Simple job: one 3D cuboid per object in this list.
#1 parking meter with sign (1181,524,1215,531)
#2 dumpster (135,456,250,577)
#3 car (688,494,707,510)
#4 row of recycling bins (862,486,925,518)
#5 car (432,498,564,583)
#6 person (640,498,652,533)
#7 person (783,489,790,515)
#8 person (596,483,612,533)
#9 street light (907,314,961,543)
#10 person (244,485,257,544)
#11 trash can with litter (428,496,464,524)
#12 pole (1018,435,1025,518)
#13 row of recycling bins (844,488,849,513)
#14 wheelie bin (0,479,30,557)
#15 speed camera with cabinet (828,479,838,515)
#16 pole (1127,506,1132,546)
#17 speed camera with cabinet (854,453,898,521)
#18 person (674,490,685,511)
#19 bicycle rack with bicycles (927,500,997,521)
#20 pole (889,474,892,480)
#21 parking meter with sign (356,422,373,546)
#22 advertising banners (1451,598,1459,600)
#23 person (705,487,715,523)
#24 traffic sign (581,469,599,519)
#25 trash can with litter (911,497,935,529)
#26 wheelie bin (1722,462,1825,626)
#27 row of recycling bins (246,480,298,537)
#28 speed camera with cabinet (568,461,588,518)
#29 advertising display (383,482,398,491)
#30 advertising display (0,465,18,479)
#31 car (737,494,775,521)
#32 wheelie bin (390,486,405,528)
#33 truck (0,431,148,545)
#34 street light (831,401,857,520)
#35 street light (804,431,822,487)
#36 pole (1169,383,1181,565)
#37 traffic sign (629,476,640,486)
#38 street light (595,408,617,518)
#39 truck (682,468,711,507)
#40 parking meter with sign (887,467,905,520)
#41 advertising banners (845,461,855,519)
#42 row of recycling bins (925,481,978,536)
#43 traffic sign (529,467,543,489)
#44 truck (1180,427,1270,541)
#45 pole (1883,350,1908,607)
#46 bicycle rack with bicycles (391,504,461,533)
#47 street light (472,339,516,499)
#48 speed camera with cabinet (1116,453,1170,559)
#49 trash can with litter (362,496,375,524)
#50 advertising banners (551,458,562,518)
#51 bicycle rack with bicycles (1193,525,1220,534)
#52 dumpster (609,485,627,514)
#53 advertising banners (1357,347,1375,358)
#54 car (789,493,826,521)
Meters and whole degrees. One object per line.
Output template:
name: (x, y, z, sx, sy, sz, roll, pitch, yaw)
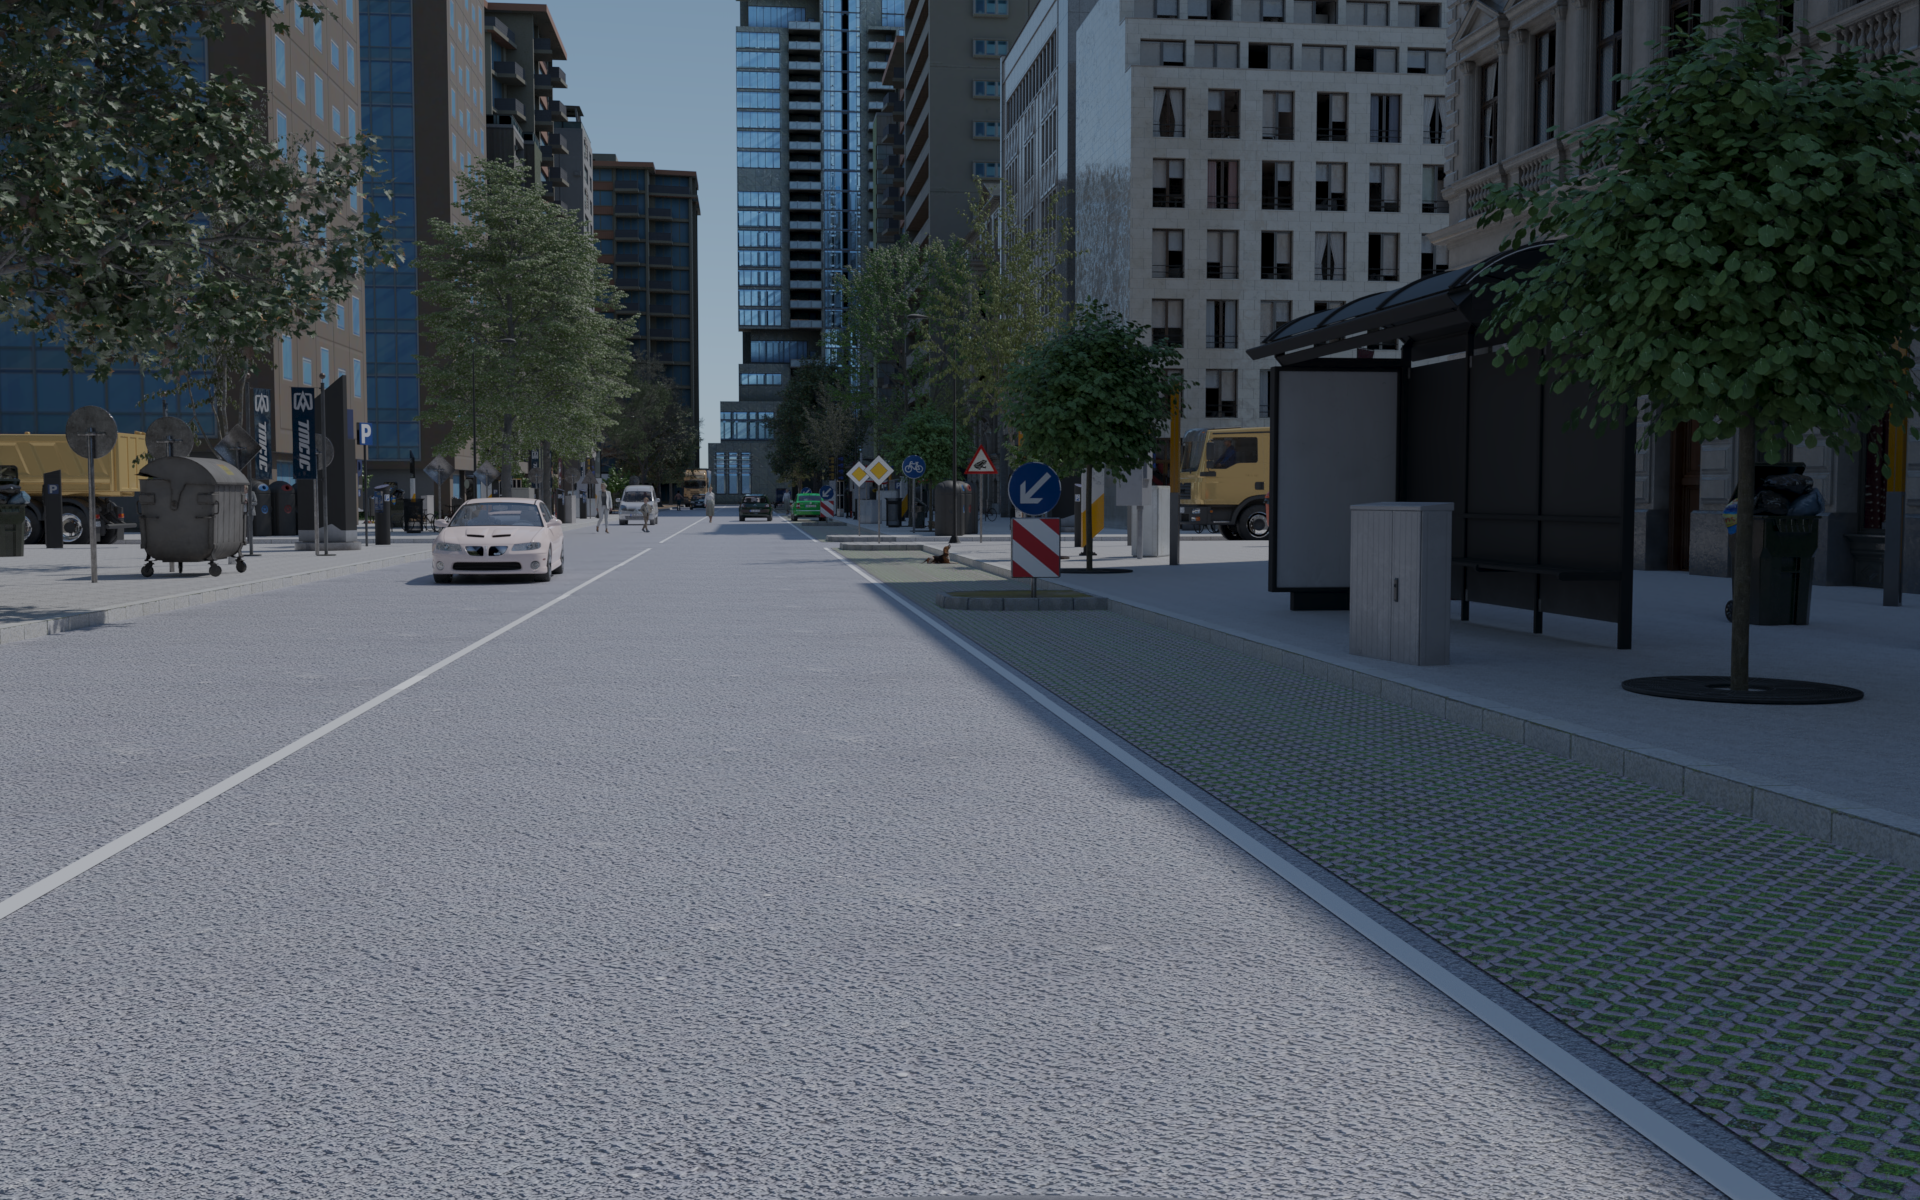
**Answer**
parking meter with sign: (8.103, -3.941, 60.696, 1.738, 3.016, 0.543, 0, 4, 1)
dumpster: (-12.127, -1.324, 27.402, 1.264, 1.857, 1.865, 0, 4, -7)
car: (-23.813, -9.082, 158.278, 2.009, 1.686, 4.222, 0, 4, -7)
row of recycling bins: (-3.525, -5.290, 93.600, 3.534, 1.692, 1.069, -1, 4, -13)
car: (-7.838, -1.057, 29.651, 2.083, 1.381, 4.827, -1, 4, -9)
person: (-11.704, -3.173, 64.643, 0.475, 1.303, 0.640, -3, 5, -45)
person: (-12.019, -6.834, 120.461, 0.478, 1.798, 0.641, 2, 4, 26)
person: (-13.051, -3.362, 63.345, 0.514, 1.842, 0.818, -3, 4, -36)
street light: (-0.681, -4.428, 44.940, 1.470, 5.913, 1.316, 0, 4, -7)
person: (-19.102, -2.304, 46.359, 0.537, 1.800, 0.526, -1, 4, -11)
trash can with litter: (-22.202, -3.923, 75.197, 2.233, 1.210, 1.678, -1, 4, -14)
pole: (1.578, -3.077, 44.159, 0.158, 3.312, 0.155, 0, 3, 0)
row of recycling bins: (-7.889, -6.852, 119.149, 1.069, 1.692, 3.534, 1, 4, 21)
wheelie bin: (-19.529, -1.685, 35.461, 0.693, 1.594, 0.980, 3, 5, 41)
speed camera with cabinet: (-7.644, -6.769, 105.001, 0.660, 3.252, 2.038, 0, 4, 1)
pole: (4.265, -3.003, 42.947, 0.158, 3.312, 0.155, 0, 3, 0)
speed camera with cabinet: (-4.008, -5.417, 82.902, 2.038, 3.252, 0.660, 0, 4, 4)
person: (-23.815, -8.429, 147.030, 1.217, 1.736, 0.721, 2, 4, 35)
bicycle rack with bicycles: (-0.050, -4.162, 81.424, 2.852, 0.926, 2.925, -3, 5, -40)
pole: (-3.697, -5.977, 91.571, 0.158, 3.312, 0.155, 0, 3, 0)
parking meter with sign: (-15.323, -2.829, 42.509, 1.738, 3.016, 0.543, 1, 4, 14)
advertising banners: (6.127, -1.507, 20.828, 2.074, 3.025, 0.090, 1, 4, 14)
person: (-12.437, -4.736, 86.167, 0.478, 1.798, 0.641, 0, 4, 3)
traffic sign: (-19.197, -5.496, 89.867, 0.884, 2.594, 0.081, 0, 4, -4)
trash can with litter: (-1.287, -3.246, 64.458, 1.055, 1.170, 0.624, 1, 4, 12)
wheelie bin: (8.053, -0.561, 17.081, 0.980, 1.594, 0.693, -1, 4, -11)
row of recycling bins: (-21.093, -2.795, 52.817, 1.069, 1.692, 3.534, 2, 4, 28)
speed camera with cabinet: (-20.354, -5.982, 92.147, 0.660, 3.252, 2.038, -2, 4, -26)
advertising display: (-29.965, -5.258, 91.182, 0.974, 1.923, 0.123, 2, 4, 32)
advertising display: (-21.401, -2.029, 38.388, 0.974, 1.923, 0.123, -1, 4, -22)
car: (-10.843, -5.030, 92.026, 2.009, 1.686, 4.222, 0, 4, -5)
wheelie bin: (-21.541, -3.560, 66.118, 0.693, 1.594, 0.980, -2, 4, -27)
truck: (-26.923, -3.042, 45.668, 9.791, 3.379, 3.469, 0, 4, -8)
street light: (-5.714, -6.943, 86.067, 1.470, 5.913, 1.316, 0, 4, -7)
street light: (-10.711, -9.439, 126.871, 1.470, 5.913, 1.316, 0, 4, -7)
pole: (3.873, -2.283, 31.169, 0.158, 3.312, 0.155, 0, 3, 0)
traffic sign: (-22.538, -7.323, 119.832, 0.768, 2.556, 0.104, 0, 4, -5)
street light: (-18.927, -7.373, 93.092, 1.470, 5.913, 1.316, 0, 4, -7)
truck: (-28.699, -12.258, 189.337, 2.839, 4.237, 11.283, 0, 4, -5)
parking meter with sign: (-3.260, -5.552, 87.032, 0.543, 3.016, 1.738, -2, 4, -28)
advertising banners: (-5.780, -5.835, 91.594, 0.090, 3.025, 2.074, 1, 4, 10)
row of recycling bins: (-0.135, -2.892, 54.403, 1.069, 1.692, 3.534, 1, 4, 11)
traffic sign: (-20.154, -5.037, 82.467, 0.768, 2.556, 0.104, 0, 4, -2)
truck: (10.494, -3.354, 50.758, 9.791, 3.379, 3.469, 0, 4, -6)
pole: (10.673, -1.583, 19.723, 0.158, 3.312, 0.155, 0, 3, 0)
bicycle rack with bicycles: (-17.902, -2.802, 59.191, 2.852, 0.926, 2.925, 1, 4, 23)
street light: (-13.974, -4.850, 51.835, 1.470, 5.913, 1.316, 0, 4, -7)
speed camera with cabinet: (3.710, -2.484, 34.955, 0.660, 3.252, 2.038, 1, 4, 23)
trash can with litter: (-25.402, -3.936, 75.417, 1.678, 1.210, 2.233, 0, 4, -4)
advertising banners: (-19.662, -5.389, 84.299, 0.090, 3.025, 2.074, -2, 4, -27)
bicycle rack with bicycles: (8.837, -2.631, 56.393, 2.925, 0.926, 2.852, -2, 4, -27)
dumpster: (-25.017, -7.492, 124.995, 1.502, 2.255, 1.985, 0, 4, -7)
advertising banners: (4.422, -1.470, 20.218, 0.090, 3.025, 2.074, 2, 4, 35)
car: (-8.032, -5.076, 91.792, 1.959, 1.807, 4.718, 0, 4, -8)
